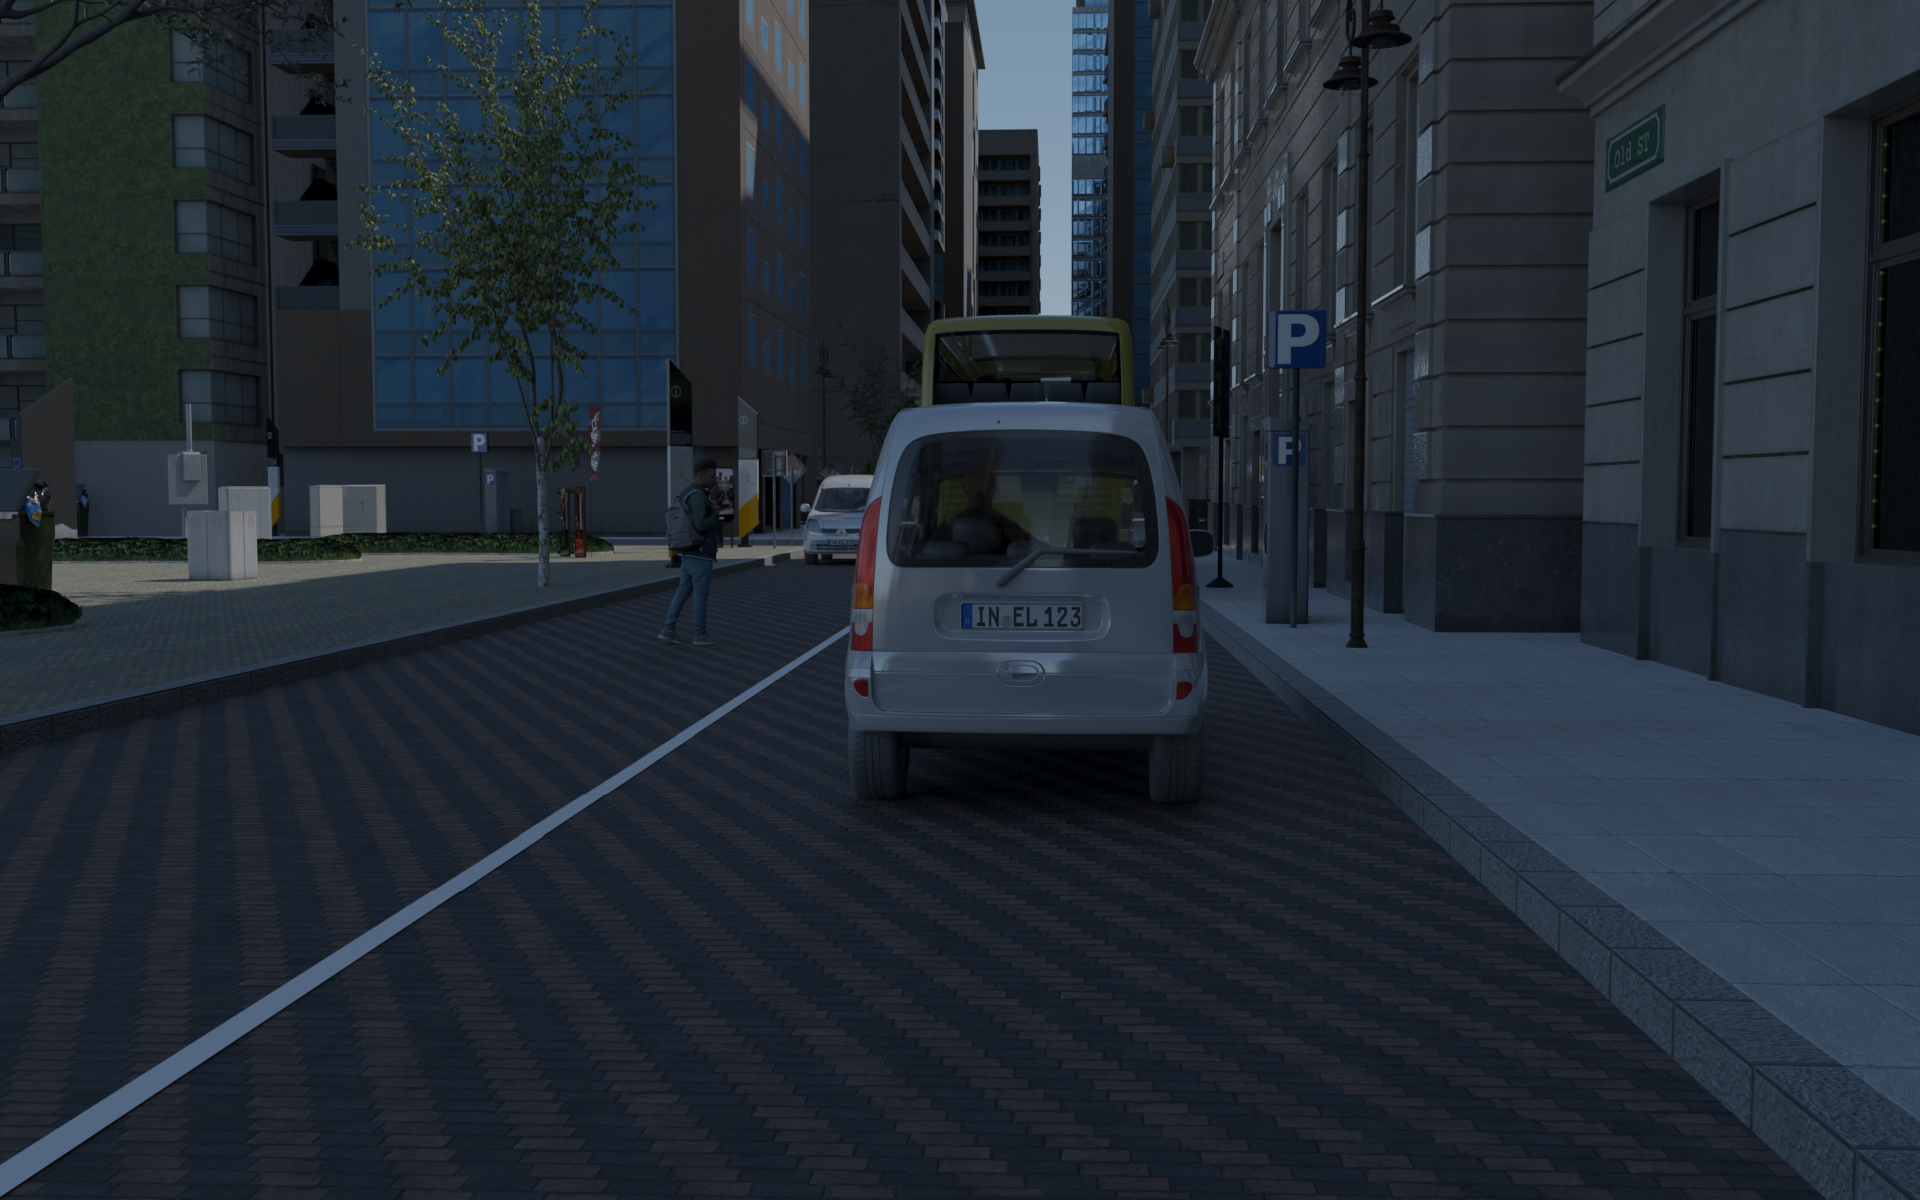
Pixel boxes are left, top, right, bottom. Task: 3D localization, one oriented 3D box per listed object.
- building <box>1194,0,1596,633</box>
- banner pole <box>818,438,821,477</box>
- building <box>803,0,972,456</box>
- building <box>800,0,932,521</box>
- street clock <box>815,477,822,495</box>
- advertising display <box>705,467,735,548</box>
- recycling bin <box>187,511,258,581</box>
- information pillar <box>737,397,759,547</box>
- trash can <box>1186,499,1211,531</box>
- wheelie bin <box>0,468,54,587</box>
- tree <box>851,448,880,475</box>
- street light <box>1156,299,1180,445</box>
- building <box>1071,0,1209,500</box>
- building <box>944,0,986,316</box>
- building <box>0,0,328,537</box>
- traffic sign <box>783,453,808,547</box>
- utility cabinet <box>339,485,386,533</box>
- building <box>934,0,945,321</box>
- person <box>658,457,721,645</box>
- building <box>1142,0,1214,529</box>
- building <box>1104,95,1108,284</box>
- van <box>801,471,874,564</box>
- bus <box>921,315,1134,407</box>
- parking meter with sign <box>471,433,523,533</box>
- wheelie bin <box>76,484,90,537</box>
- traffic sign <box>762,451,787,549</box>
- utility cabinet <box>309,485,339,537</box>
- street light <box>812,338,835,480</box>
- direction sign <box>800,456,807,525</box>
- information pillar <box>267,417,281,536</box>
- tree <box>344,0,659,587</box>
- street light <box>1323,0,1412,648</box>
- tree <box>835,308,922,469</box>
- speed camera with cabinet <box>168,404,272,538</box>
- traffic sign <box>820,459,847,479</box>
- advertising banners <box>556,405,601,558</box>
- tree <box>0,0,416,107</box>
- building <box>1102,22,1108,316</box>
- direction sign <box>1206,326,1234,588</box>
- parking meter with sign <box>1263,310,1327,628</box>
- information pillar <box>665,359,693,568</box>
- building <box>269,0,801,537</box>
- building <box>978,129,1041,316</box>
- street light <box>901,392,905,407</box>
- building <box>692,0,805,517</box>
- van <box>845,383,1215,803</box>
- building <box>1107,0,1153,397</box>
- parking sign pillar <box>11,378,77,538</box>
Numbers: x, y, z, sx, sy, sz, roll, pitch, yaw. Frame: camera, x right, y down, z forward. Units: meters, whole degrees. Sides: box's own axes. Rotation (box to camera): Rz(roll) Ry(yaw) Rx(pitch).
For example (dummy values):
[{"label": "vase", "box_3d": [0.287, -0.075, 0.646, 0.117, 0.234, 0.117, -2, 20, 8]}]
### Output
[{"label": "building", "box_3d": [10.706, -14.051, 27.002, 12.463, 27.353, 25.104, 0, 4, 3]}, {"label": "banner pole", "box_3d": [-6.301, -5.365, 77.730, 0.401, 3.779, 0.863, -1, 4, -10]}, {"label": "building", "box_3d": [-6.145, -31.370, 163.003, 14.600, 45.320, 14.200, 0, 4, 3]}, {"label": "building", "box_3d": [-12.854, -28.585, 91.060, 21.300, 48.544, 21.600, 0, 4, 3]}, {"label": "street clock", "box_3d": [-6.086, -4.309, 75.021, 0.358, 2.002, 0.471, 0, 4, -5]}, {"label": "advertising display", "box_3d": [-5.792, -2.189, 41.007, 0.974, 1.923, 0.123, -2, 4, -35]}, {"label": "recycling bin", "box_3d": [-11.067, -0.822, 25.993, 0.722, 1.027, 0.722, 1, 4, 11]}, {"label": "information pillar", "box_3d": [-5.119, -3.085, 41.802, 0.504, 3.616, 0.183, 1, 4, 10]}, {"label": "trash can", "box_3d": [6.904, -2.346, 50.017, 0.748, 1.137, 0.748, 0, 3, 0]}, {"label": "wheelie bin", "box_3d": [-11.559, -0.815, 21.232, 0.980, 1.594, 0.693, 1, 4, 14]}, {"label": "tree", "box_3d": [-3.860, -4.798, 73.042, 1.663, 3.219, 1.824, 0, 3, 0]}, {"label": "street light", "box_3d": [4.931, -4.186, 41.234, 0.468, 5.910, 1.993, 0, 4, 3]}, {"label": "building", "box_3d": [25.687, -55.349, 217.628, 31.000, 86.520, 22.319, 0, 4, 3]}, {"label": "building", "box_3d": [-11.596, -36.469, 185.511, 27.495, 52.752, 28.713, 0, 4, 3]}, {"label": "building", "box_3d": [-28.873, -22.922, 58.373, 14.086, 41.232, 14.154, 0, 4, 3]}, {"label": "traffic sign", "box_3d": [-4.094, -2.356, 42.156, 0.795, 2.450, 0.064, 0, 4, 3]}, {"label": "utility cabinet", "box_3d": [-14.386, -2.025, 41.787, 1.173, 1.500, 0.318, 2, 4, 30]}, {"label": "building", "box_3d": [-11.202, -50.566, 139.433, 22.319, 86.520, 31.000, 0, 4, 3]}, {"label": "person", "box_3d": [-2.501, -0.465, 16.448, 0.721, 1.781, 0.623, -3, 4, -38]}, {"label": "building", "box_3d": [19.575, -22.936, 66.886, 23.993, 40.220, 32.217, 0, 4, 3]}, {"label": "building", "box_3d": [26.560, -34.430, 182.532, 23.786, 49.044, 30.456, 0, 4, 3]}, {"label": "van", "box_3d": [-2.287, -1.810, 36.597, 2.013, 2.044, 4.112, 0, 4, 2]}, {"label": "bus", "box_3d": [1.144, -2.140, 26.533, 2.896, 3.916, 12.252, 0, 4, 3]}, {"label": "parking meter with sign", "box_3d": [-13.425, -3.309, 50.370, 0.543, 3.016, 1.738, 1, 4, 21]}, {"label": "wheelie bin", "box_3d": [-26.539, -2.689, 51.874, 0.980, 1.594, 0.693, 0, 4, 2]}, {"label": "traffic sign", "box_3d": [-4.365, -2.360, 40.720, 0.606, 2.300, 0.079, 1, 4, 9]}, {"label": "utility cabinet", "box_3d": [-15.630, -2.096, 42.954, 0.318, 1.500, 1.173, 1, 4, 17]}, {"label": "street light", "box_3d": [-4.048, -4.818, 51.554, 0.468, 5.910, 1.993, 0, 4, 3]}, {"label": "direction sign", "box_3d": [-6.509, -4.884, 71.850, 0.379, 3.537, 0.876, 1, 4, 16]}, {"label": "information pillar", "box_3d": [-20.832, -3.744, 52.562, 0.504, 3.616, 0.183, 2, 4, 33]}, {"label": "tree", "box_3d": [-5.906, -4.477, 23.562, 4.737, 8.622, 4.395, 0, 3, 0]}, {"label": "street light", "box_3d": [3.323, -2.540, 14.324, 0.468, 5.910, 1.993, 0, 4, 3]}, {"label": "tree", "box_3d": [-3.114, -7.229, 68.551, 4.360, 8.622, 3.978, 0, 3, 0]}, {"label": "speed camera with cabinet", "box_3d": [-16.526, -2.711, 38.667, 2.038, 3.252, 0.660, -3, 5, -41]}, {"label": "traffic sign", "box_3d": [-3.650, -2.843, 50.129, 0.795, 2.450, 0.064, 0, 4, 3]}, {"label": "advertising banners", "box_3d": [-7.684, -2.370, 34.941, 0.090, 3.025, 2.074, -3, 4, -36]}, {"label": "tree", "box_3d": [-7.288, -6.135, 10.670, 12.009, 13.543, 11.850, 0, 3, 0]}, {"label": "building", "box_3d": [23.796, -30.492, 153.163, 22.147, 44.769, 28.867, 0, 4, 3]}, {"label": "direction sign", "box_3d": [3.583, -1.943, 23.773, 0.379, 3.537, 0.876, 1, 4, 21]}, {"label": "parking meter with sign", "box_3d": [3.294, -1.289, 17.341, 0.543, 3.016, 1.738, 0, 4, 7]}, {"label": "information pillar", "box_3d": [-4.890, -2.375, 30.183, 0.504, 3.616, 0.183, -3, 5, -44]}, {"label": "building", "box_3d": [-12.879, -24.893, 57.111, 14.600, 45.320, 14.200, 0, 4, 3]}, {"label": "building", "box_3d": [-0.575, -36.483, 220.193, 21.600, 48.544, 21.300, 0, 4, 3]}, {"label": "street light", "box_3d": [-2.569, -6.464, 78.471, 0.468, 5.910, 1.993, 0, 4, 3]}, {"label": "building", "box_3d": [-9.130, -28.546, 116.844, 14.600, 45.320, 14.200, 0, 4, 3]}, {"label": "van", "box_3d": [0.417, -0.149, 9.454, 2.013, 2.044, 4.112, 0, 4, 4]}, {"label": "building", "box_3d": [18.325, -29.455, 131.703, 14.600, 45.320, 14.200, 0, 4, 3]}, {"label": "parking sign pillar", "box_3d": [-21.102, -3.144, 39.876, 1.447, 3.967, 1.447, 2, 4, 28]}]
